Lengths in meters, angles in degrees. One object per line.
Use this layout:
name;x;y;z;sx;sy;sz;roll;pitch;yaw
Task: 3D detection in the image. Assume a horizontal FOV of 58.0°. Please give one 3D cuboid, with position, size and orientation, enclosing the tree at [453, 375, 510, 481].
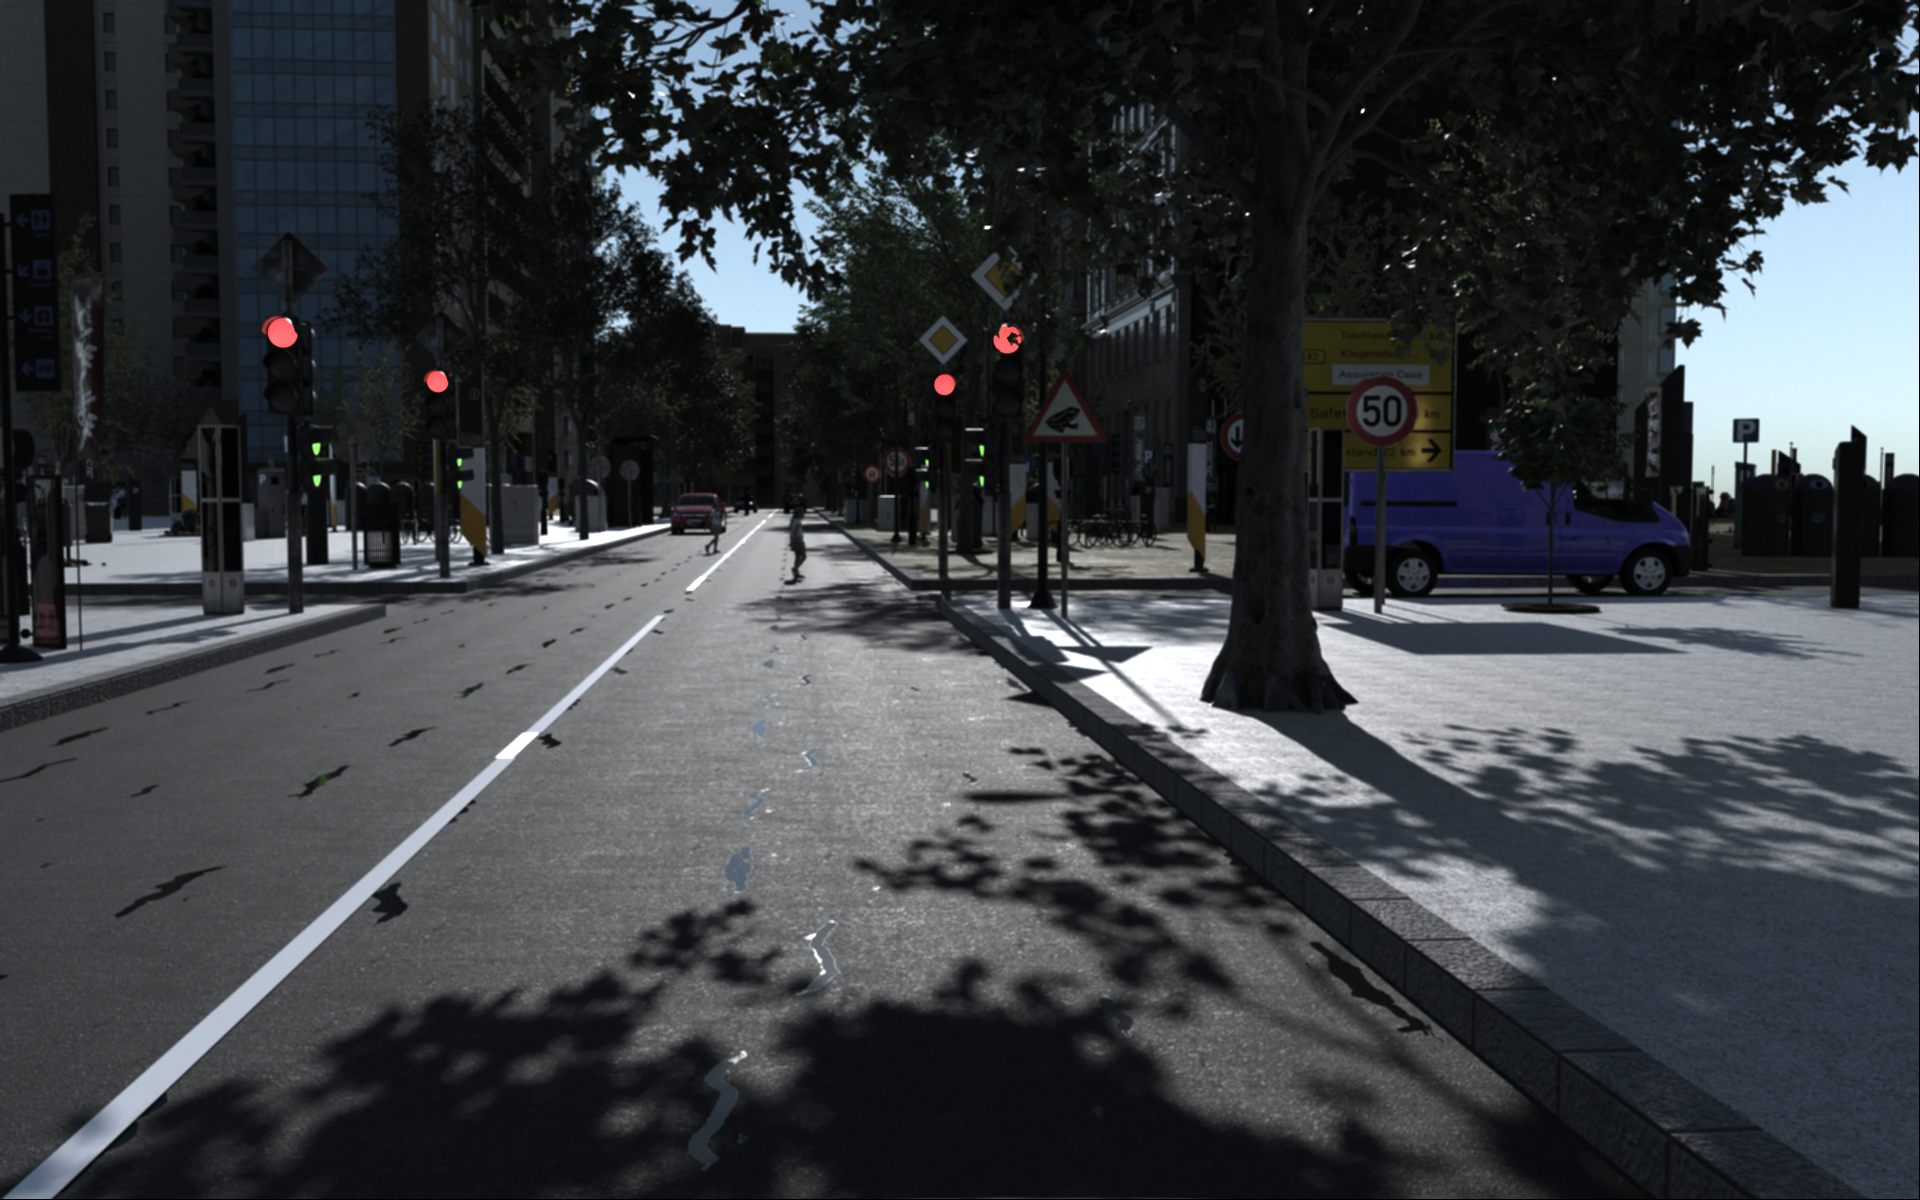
tree;-27.230;-9.050;98.337;4.737;8.622;4.395;0;3;0

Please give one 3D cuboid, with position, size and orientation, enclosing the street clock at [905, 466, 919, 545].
street clock;-1.212;-2.416;44.066;0.358;2.002;0.471;0;4;4

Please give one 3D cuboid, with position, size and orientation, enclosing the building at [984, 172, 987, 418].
building;8.964;-29.042;158.424;14.154;41.232;14.086;0;4;-5

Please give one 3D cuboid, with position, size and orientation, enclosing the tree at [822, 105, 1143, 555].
tree;0.260;-6.797;36.892;9.928;11.665;9.643;0;3;0

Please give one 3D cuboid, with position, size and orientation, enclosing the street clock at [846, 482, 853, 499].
street clock;-6.057;-5.552;95.343;0.358;2.002;0.471;-3;5;-39

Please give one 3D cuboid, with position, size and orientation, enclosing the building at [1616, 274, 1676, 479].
building;48.018;-32.881;157.218;30.456;49.044;23.786;0;4;-5

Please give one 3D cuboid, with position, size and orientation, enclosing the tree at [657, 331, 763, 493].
tree;-17.612;-12.408;120.996;7.486;12.596;7.792;0;3;0

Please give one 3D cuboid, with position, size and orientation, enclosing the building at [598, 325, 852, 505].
building;-28.139;-22.469;212.411;28.899;21.520;27.650;0;4;-5

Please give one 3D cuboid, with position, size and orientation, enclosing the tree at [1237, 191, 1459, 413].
tree;9.731;-5.618;42.218;4.737;8.622;4.395;0;3;0

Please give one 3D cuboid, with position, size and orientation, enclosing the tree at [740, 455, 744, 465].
tree;-22.872;-13.522;171.444;4.737;8.622;4.395;0;3;0

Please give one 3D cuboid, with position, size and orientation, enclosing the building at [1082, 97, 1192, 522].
building;14.250;-17.936;90.520;12.463;27.353;25.104;0;4;-5

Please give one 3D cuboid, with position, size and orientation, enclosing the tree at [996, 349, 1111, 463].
tree;5.132;-8.273;85.620;4.737;8.622;4.395;0;3;0

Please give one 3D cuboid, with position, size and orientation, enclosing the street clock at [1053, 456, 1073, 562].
street clock;1.956;-1.733;32.911;0.358;2.002;0.471;2;4;26

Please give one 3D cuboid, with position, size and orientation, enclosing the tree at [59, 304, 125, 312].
tree;-32.544;-6.983;64.530;4.360;8.622;3.978;0;3;0

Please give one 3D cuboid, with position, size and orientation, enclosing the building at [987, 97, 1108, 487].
building;9.913;-30.215;144.124;14.600;45.320;14.200;0;4;-5

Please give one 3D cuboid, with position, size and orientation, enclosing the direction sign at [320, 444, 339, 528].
direction sign;-24.118;-4.538;66.188;0.379;3.537;0.876;2;4;32

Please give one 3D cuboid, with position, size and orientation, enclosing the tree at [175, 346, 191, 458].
tree;-37.969;-7.899;79.505;4.360;8.622;3.978;0;3;0

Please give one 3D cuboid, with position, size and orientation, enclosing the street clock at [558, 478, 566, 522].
street clock;-17.984;-4.505;78.229;0.358;2.002;0.471;-1;4;-21

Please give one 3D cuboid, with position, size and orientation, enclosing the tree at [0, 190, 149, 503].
tree;-21.924;-5.610;42.080;4.737;8.622;4.395;0;3;0

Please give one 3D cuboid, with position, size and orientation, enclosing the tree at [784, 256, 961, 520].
tree;-4.535;-11.046;87.252;9.857;13.997;8.962;0;3;0

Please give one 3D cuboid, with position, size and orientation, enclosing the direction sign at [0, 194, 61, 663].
direction sign;-7.262;-1.297;13.200;0.876;3.537;0.379;0;4;6

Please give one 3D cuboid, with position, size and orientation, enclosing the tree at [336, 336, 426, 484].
tree;-26.633;-7.892;79.390;4.360;8.622;3.978;0;3;0

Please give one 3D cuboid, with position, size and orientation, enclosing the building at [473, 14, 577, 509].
building;-45.383;-32.179;149.825;21.600;48.544;21.300;0;4;-5

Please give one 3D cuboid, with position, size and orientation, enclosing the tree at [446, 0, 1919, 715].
tree;1.909;-5.698;10.168;9.611;12.733;9.660;0;3;0

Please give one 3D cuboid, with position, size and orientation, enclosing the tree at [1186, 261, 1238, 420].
tree;9.372;-6.415;55.249;4.737;8.622;4.395;0;3;0

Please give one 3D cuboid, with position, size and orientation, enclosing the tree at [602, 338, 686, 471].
tree;-14.526;-7.937;80.131;4.360;8.622;3.978;0;3;0

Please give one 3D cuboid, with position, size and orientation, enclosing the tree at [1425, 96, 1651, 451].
tree;10.220;-4.958;31.430;4.360;8.622;3.978;0;3;0

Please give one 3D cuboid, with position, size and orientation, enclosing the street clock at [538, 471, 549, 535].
street clock;-13.058;-3.043;54.320;0.358;2.002;0.471;-2;4;-25

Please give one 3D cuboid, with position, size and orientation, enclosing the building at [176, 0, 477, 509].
building;-38.145;-27.908;106.411;14.600;45.320;14.200;0;4;-5

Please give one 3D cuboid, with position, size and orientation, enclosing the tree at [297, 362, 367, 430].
tree;-35.169;-8.941;96.542;4.737;8.622;4.395;0;3;0

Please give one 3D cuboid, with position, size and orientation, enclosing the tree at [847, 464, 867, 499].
tree;-5.365;-6.082;94.040;1.663;3.219;1.824;0;3;0

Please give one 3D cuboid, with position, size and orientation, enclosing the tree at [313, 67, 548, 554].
tree;-9.854;-6.291;37.269;8.767;10.594;7.601;1;4;11

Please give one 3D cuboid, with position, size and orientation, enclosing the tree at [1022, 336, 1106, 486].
tree;4.546;-7.798;77.862;4.360;8.622;3.978;0;3;0

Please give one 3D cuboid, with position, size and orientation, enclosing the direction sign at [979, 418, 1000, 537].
direction sign;1.015;-3.656;51.766;0.876;3.537;0.379;0;4;0

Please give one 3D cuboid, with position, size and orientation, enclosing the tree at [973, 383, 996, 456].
tree;2.124;-9.217;101.054;4.737;8.622;4.395;0;3;0

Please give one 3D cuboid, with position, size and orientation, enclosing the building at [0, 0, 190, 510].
building;-70.932;-37.019;147.256;28.212;58.520;21.231;0;4;-5

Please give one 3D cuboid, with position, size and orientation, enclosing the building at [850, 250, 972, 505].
building;-6.057;-26.631;207.118;14.107;30.474;14.160;0;4;-5

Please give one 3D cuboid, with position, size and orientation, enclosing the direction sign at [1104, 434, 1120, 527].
direction sign;5.628;-4.492;65.444;0.876;3.537;0.379;-1;4;-16

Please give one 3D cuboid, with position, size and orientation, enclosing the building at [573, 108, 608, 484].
building;-57.448;-35.884;206.309;30.456;49.044;23.786;0;4;-5

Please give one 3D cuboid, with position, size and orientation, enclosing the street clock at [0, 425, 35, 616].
street clock;-9.997;-0.839;18.291;0.471;2.002;0.358;2;4;29

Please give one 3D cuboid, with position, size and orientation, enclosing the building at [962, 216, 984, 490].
building;12.021;-32.171;217.872;23.993;40.220;32.217;0;4;-5

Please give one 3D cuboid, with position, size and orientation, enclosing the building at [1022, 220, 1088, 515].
building;19.291;-17.029;123.456;27.650;21.520;28.899;0;4;-5

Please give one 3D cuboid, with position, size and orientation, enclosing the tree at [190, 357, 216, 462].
tree;-39.479;-8.343;86.763;4.360;8.622;3.978;0;3;0

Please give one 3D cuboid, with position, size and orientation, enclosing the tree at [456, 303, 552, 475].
tree;-17.716;-7.090;66.288;4.360;8.622;3.978;0;3;0

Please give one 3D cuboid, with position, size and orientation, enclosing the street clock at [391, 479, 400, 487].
street clock;-27.851;-4.954;85.569;0.471;2.002;0.358;-2;4;-29

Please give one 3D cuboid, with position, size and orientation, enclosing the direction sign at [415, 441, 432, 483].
direction sign;-23.144;-5.063;74.780;0.379;3.537;0.876;2;4;30

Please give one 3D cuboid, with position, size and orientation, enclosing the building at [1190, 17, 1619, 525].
building;17.242;-14.723;70.403;12.332;23.373;15.834;0;4;-5

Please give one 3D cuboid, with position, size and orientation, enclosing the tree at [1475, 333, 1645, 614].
tree;6.473;-1.483;18.855;1.663;3.219;1.824;0;3;0

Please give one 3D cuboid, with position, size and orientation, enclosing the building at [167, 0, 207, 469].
building;-43.200;-30.612;124.200;21.300;48.544;21.600;0;4;-5
